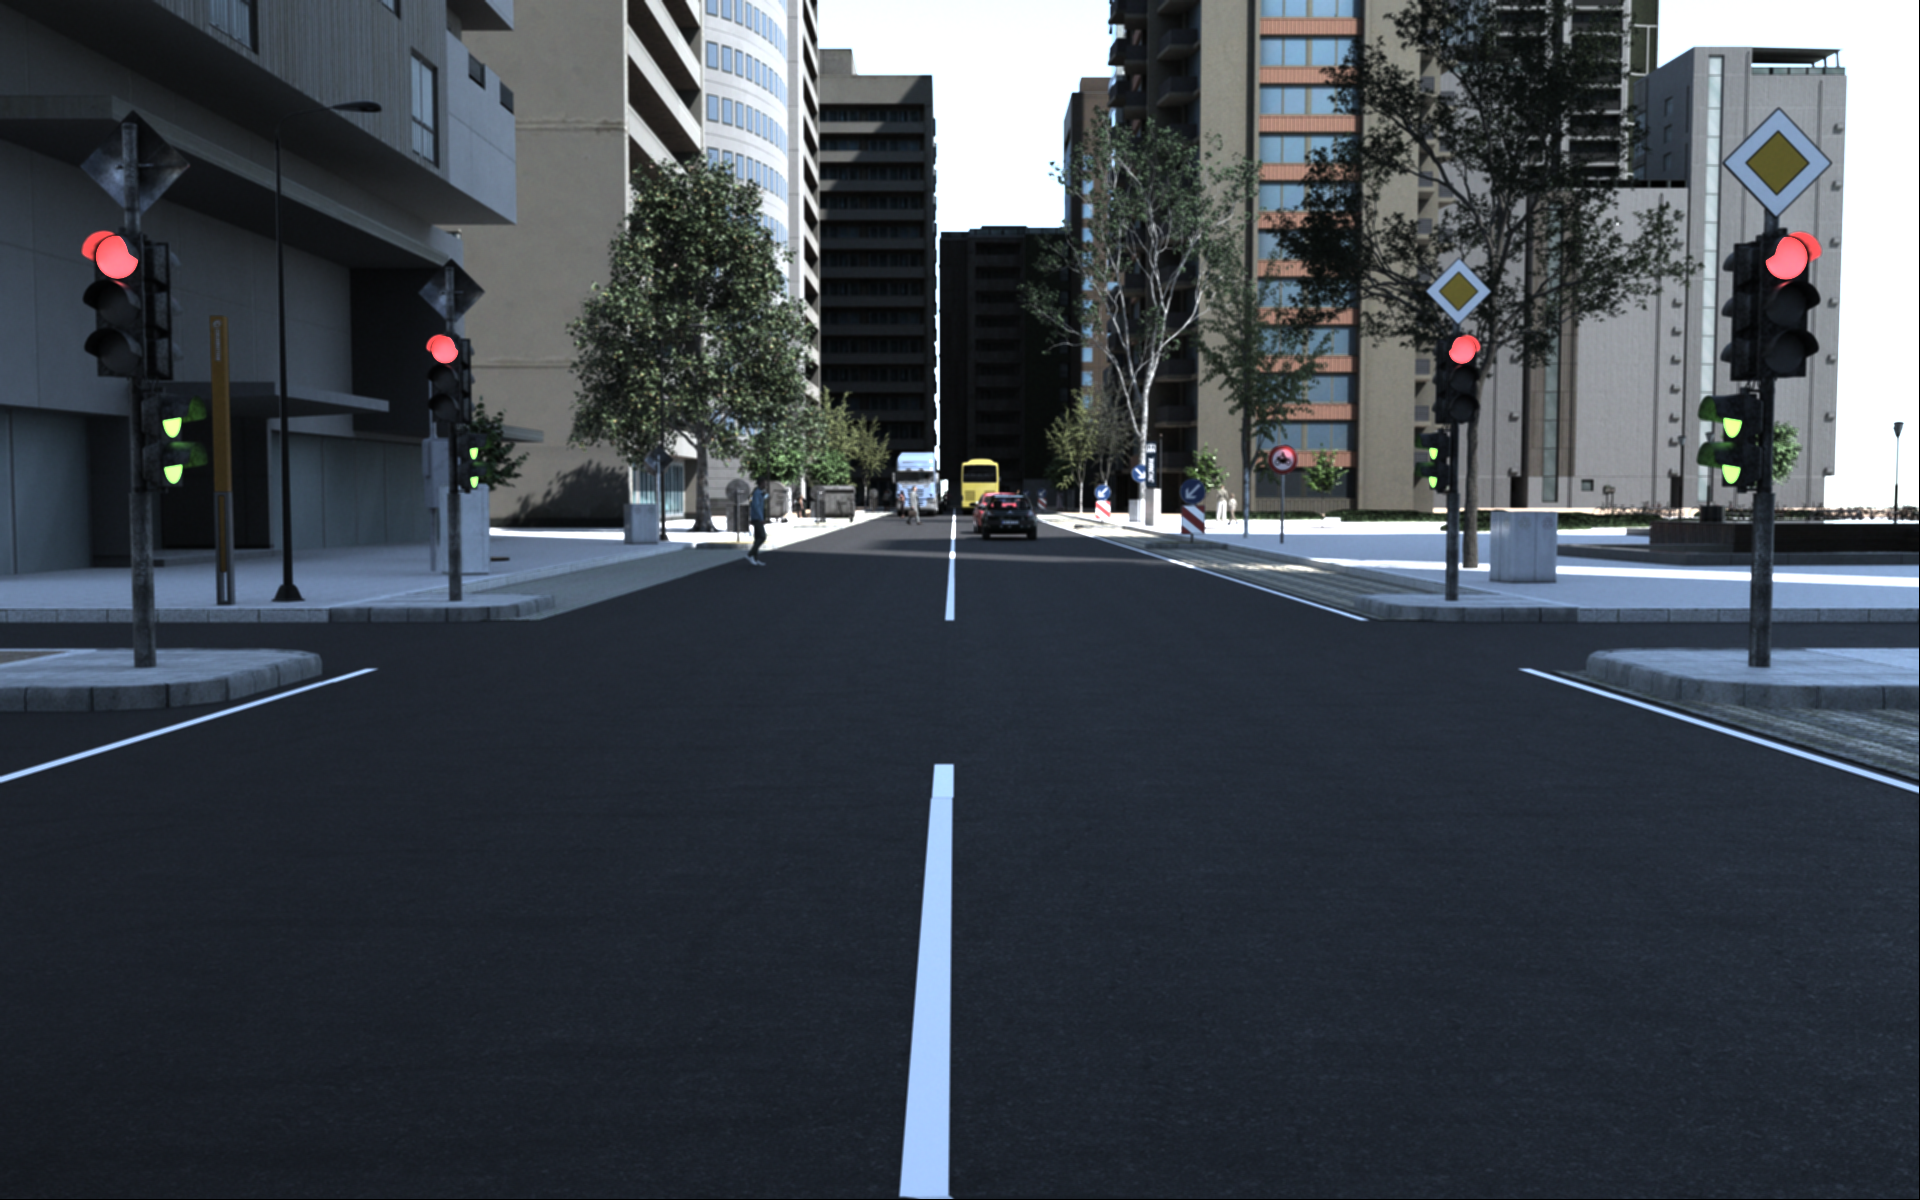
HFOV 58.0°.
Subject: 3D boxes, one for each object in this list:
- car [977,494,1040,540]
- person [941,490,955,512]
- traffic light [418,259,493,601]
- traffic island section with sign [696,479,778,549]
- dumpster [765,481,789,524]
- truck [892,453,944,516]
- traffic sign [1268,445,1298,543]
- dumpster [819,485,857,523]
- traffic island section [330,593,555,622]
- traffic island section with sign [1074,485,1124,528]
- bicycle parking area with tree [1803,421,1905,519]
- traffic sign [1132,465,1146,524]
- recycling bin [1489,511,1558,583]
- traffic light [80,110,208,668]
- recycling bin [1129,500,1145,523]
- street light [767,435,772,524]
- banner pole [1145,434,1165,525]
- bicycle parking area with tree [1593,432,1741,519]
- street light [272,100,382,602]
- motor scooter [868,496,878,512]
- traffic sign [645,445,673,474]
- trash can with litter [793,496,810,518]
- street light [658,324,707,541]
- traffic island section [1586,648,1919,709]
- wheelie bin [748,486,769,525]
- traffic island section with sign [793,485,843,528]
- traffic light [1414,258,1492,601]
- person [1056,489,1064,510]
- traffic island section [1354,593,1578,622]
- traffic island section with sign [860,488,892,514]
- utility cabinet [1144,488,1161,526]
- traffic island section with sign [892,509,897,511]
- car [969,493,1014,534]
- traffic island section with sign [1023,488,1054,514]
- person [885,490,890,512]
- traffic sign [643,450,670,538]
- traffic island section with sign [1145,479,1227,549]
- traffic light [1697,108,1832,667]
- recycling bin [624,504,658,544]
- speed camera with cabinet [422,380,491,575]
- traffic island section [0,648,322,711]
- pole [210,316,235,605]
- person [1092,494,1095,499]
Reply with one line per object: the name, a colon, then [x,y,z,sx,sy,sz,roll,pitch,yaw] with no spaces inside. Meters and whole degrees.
car: [1.563,-2.793,55.450,2.009,1.686,4.222,0,4,0]
person: [-0.965,-7.988,139.828,1.217,1.743,0.721,1,4,22]
traffic light: [-6.051,-1.945,20.716,0.839,4.253,0.868,0,4,0]
traffic island section with sign: [-5.828,-2.259,45.566,1.989,1.847,2.006,0,4,0]
dumpster: [-8.180,-4.273,75.620,1.264,1.857,1.865,0,3,0]
truck: [-2.631,-7.843,117.996,2.967,4.110,18.799,0,4,1]
traffic sign: [8.374,-2.744,44.978,0.768,2.556,0.104,1,4,8]
dumpster: [-6.127,-4.778,86.340,1.865,1.857,1.264,0,4,2]
traffic island section: [-6.091,0.087,20.850,2.009,0.180,2.903,0,4,0]
traffic island section with sign: [5.811,-3.912,72.581,1.989,1.847,2.006,0,4,0]
bicycle parking area with tree: [38.135,-5.127,70.823,9.016,4.147,8.231,3,5,41]
traffic sign: [7.801,-4.575,74.905,0.768,2.556,0.104,1,4,8]
recycling bin: [8.219,-0.778,25.273,0.722,1.027,0.722,-1,4,-10]
traffic light: [-6.028,-1.456,12.731,0.839,4.253,0.868,0,4,0]
recycling bin: [8.117,-4.025,78.369,0.722,1.027,0.722,-2,4,-35]
street light: [-7.625,-6.188,73.711,1.470,5.913,1.316,0,4,0]
banner pole: [8.126,-5.028,72.232,0.863,3.779,0.401,0,4,3]
bicycle parking area with tree: [35.064,-5.876,83.083,9.016,4.147,8.231,1,4,22]
street light: [-7.522,-2.940,20.603,1.470,5.913,1.316,0,4,0]
motor scooter: [-6.686,-7.374,133.343,0.815,1.314,1.986,0,4,-2]
traffic sign: [-8.125,-2.871,46.672,0.795,2.593,0.064,0,4,5]
trash can with litter: [-8.292,-4.927,91.936,0.624,1.170,1.055,3,5,41]
street light: [-7.608,-4.579,47.407,1.470,5.913,1.316,0,4,0]
traffic island section: [5.973,0.574,12.894,2.009,0.180,2.903,0,4,0]
wheelie bin: [-8.346,-3.921,72.009,0.693,1.594,0.980,1,4,20]
traffic island section with sign: [-5.909,-3.908,72.521,1.989,1.847,2.006,0,4,0]
traffic light: [5.910,-1.948,20.765,0.839,4.253,0.868,0,4,0]
person: [8.099,-8.166,140.225,0.621,1.740,0.551,1,4,10]
traffic island section: [5.951,0.086,20.879,2.009,0.180,2.903,0,4,0]
traffic island section with sign: [-6.049,-6.971,122.610,1.989,1.847,2.006,0,4,0]
utility cabinet: [7.638,-3.662,68.547,0.318,1.500,1.173,-1,4,-12]
traffic island section with sign: [-6.134,-8.620,149.565,1.989,1.847,2.006,0,4,0]
car: [1.433,-3.347,63.757,2.155,1.783,4.494,0,4,-1]
traffic island section with sign: [5.672,-6.986,122.846,1.989,1.847,2.006,0,4,0]
person: [-5.653,-7.628,134.007,0.721,1.735,1.217,0,4,5]
traffic sign: [-8.663,-3.019,49.473,0.768,2.556,0.104,0,4,1]
traffic island section with sign: [5.900,-2.254,45.478,1.989,1.847,2.006,0,4,0]
traffic light: [5.933,-1.459,12.780,0.839,4.253,0.868,0,4,0]
recycling bin: [-8.203,-1.955,44.523,0.722,1.027,0.722,-2,4,-26]
speed camera with cabinet: [-8.187,-2.066,28.113,0.660,3.252,2.038,-2,4,-30]
traffic island section: [-6.068,0.576,12.865,2.009,0.180,2.903,0,4,0]
pole: [-8.499,-1.597,19.958,0.158,3.312,0.155,0,3,0]
person: [9.708,-6.937,119.990,1.217,1.766,0.721,-1,4,-16]
